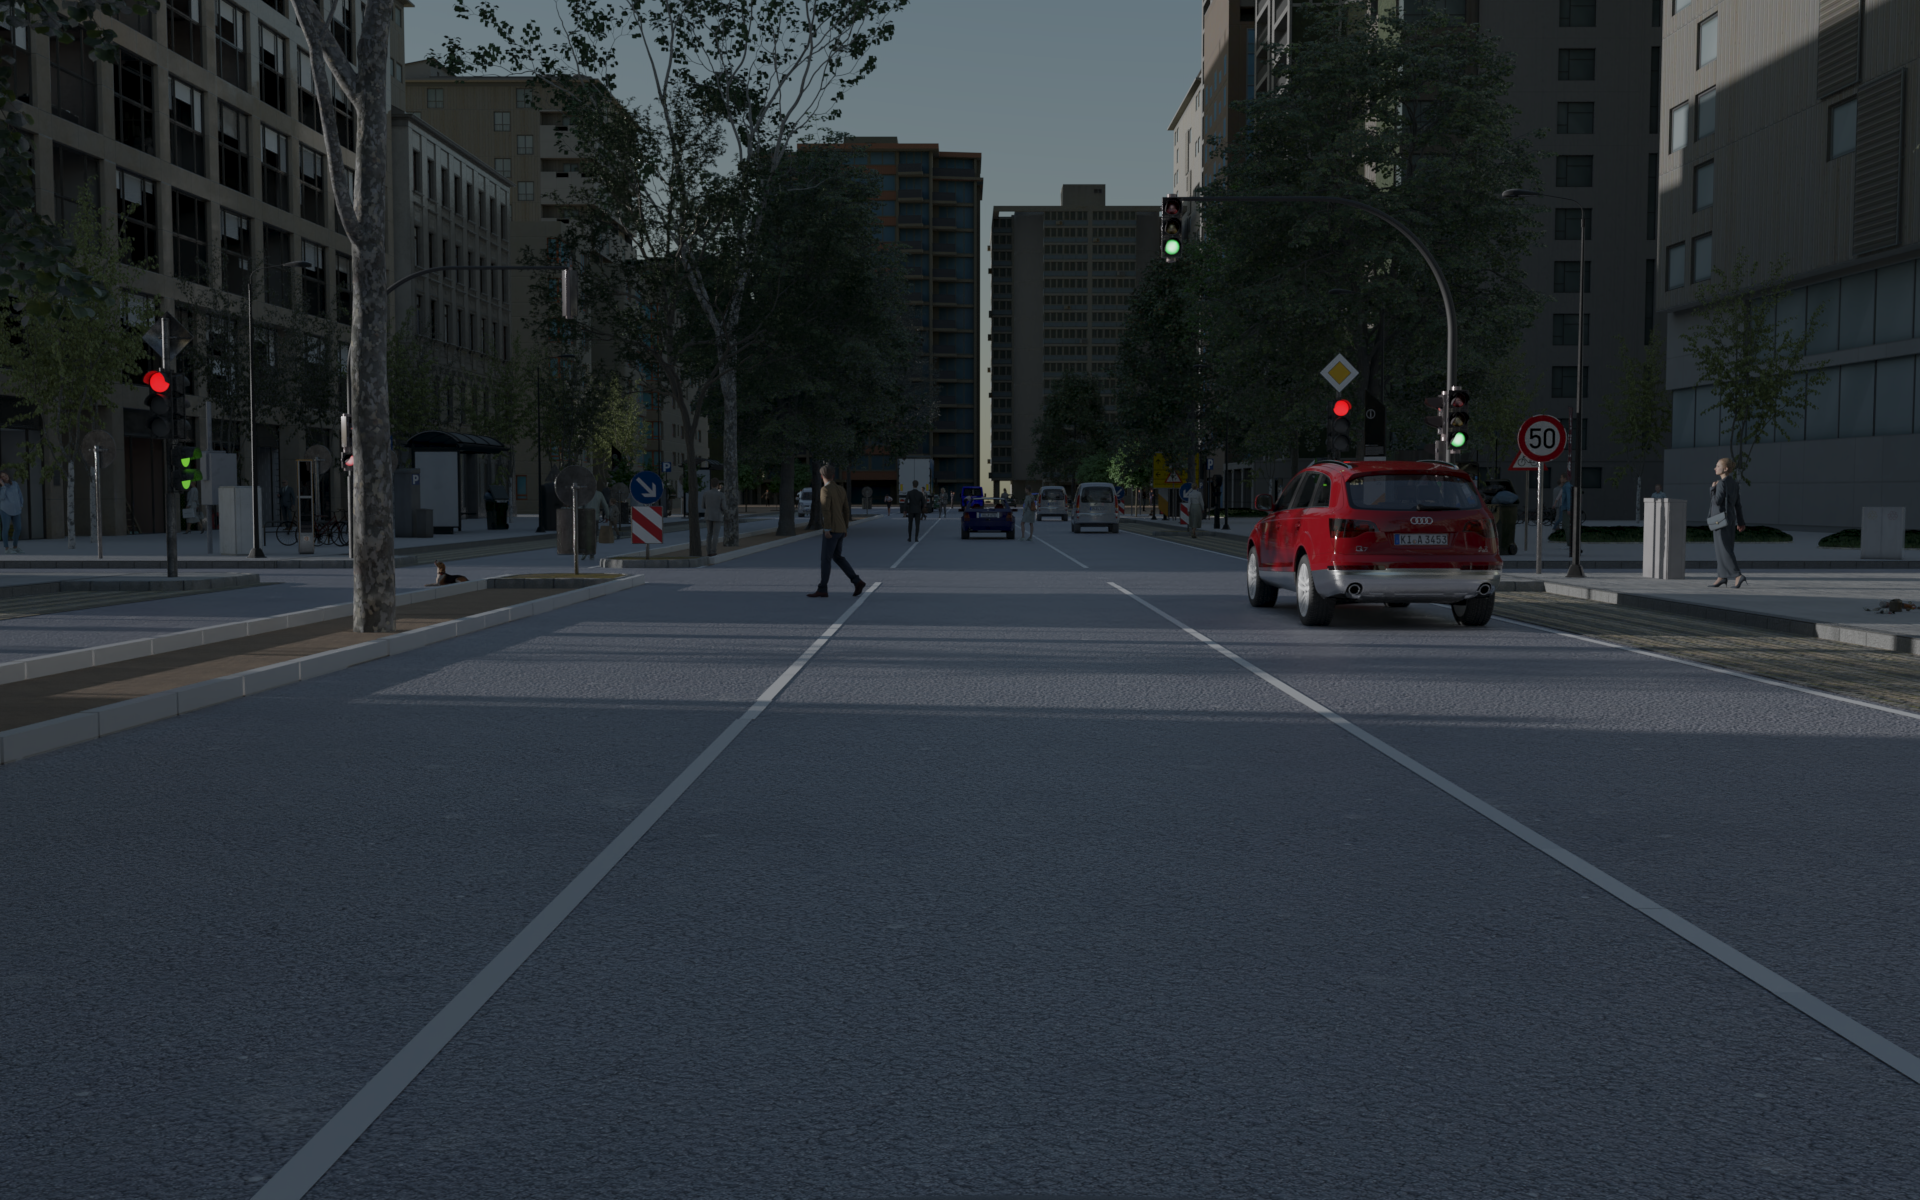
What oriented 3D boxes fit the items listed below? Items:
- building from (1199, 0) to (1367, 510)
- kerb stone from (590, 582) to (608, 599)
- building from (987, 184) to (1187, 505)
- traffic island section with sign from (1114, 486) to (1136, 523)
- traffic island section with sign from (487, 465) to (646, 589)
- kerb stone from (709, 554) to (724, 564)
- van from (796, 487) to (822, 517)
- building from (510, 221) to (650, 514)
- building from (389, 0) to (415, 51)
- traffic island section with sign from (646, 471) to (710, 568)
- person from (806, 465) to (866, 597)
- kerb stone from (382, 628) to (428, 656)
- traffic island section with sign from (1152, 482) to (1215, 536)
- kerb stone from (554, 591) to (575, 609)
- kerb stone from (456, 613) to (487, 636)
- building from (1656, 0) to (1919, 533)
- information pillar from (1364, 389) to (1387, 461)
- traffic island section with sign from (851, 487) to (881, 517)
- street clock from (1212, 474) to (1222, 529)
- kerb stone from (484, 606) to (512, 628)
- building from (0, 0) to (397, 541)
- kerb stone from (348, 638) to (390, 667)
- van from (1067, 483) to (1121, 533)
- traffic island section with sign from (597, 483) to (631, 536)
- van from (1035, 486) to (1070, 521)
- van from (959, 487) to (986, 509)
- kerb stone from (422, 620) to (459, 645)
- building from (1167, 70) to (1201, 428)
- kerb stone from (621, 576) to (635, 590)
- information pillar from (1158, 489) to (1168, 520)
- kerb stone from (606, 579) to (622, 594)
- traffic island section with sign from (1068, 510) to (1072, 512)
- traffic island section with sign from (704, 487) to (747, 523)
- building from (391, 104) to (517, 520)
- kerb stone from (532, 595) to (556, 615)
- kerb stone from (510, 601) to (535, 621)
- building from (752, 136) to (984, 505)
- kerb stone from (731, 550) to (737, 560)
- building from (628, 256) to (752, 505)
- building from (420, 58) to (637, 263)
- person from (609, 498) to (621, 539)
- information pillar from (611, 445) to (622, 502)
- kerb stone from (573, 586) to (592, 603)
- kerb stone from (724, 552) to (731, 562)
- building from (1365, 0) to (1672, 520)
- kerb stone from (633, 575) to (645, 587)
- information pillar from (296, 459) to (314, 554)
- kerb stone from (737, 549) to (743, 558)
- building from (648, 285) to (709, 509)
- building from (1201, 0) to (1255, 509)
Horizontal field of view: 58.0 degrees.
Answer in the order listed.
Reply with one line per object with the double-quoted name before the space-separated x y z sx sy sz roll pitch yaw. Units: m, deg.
"building" 32.090 -44.341 163.231 20.563 71.187 20.611 0 4 0
"kerb stone" -5.090 -0.112 24.033 0.120 0.150 1.000 0 4 0
"building" 15.573 -32.290 219.827 23.993 40.220 32.217 0 4 0
"traffic island section with sign" 7.701 -4.749 86.270 1.989 1.847 2.006 0 4 0
"traffic island section with sign" -6.127 -1.154 27.004 2.006 1.907 1.989 0 4 0
"kerb stone" -5.059 -0.825 35.796 0.120 0.150 1.000 0 4 0
"van" -9.218 -6.195 108.292 2.013 2.044 4.112 0 4 -2
"building" -39.043 -17.090 124.456 27.650 21.520 28.899 0 4 0
"building" -68.048 -34.883 159.577 27.495 52.752 28.713 0 4 0
"traffic island section with sign" -6.099 -1.607 34.411 2.006 1.907 1.989 0 4 0
"person" -1.731 -0.961 24.126 0.836 1.842 0.656 0 4 -7
"kerb stone" -5.105 0.390 15.826 0.120 0.150 1.000 0 4 0
"traffic island section with sign" 7.631 -3.100 59.315 1.989 1.847 2.006 0 4 0
"kerb stone" -5.095 0.015 21.973 0.120 0.150 1.000 0 4 0
"kerb stone" -5.104 0.266 17.870 0.120 0.150 1.000 0 4 0
"building" 41.103 -28.531 55.719 27.495 52.752 28.713 0 4 0
"information pillar" 9.211 -2.885 38.518 0.504 3.616 0.183 2 4 34
"traffic island section with sign" -5.919 -6.203 109.549 2.006 1.907 1.989 0 4 0
"street clock" 9.472 -3.622 63.785 0.358 2.002 0.471 -1 4 -11
"kerb stone" -5.105 0.205 18.892 0.120 0.150 1.000 0 4 0
"building" -35.383 -15.732 61.738 19.350 26.468 34.151 0 4 0
"kerb stone" -5.121 0.459 14.802 0.120 0.150 1.000 0 4 0
"van" 5.015 -3.516 64.496 2.013 2.044 4.112 0 4 2
"traffic island section with sign" -11.793 -3.131 59.827 1.989 1.847 2.006 0 4 0
"van" 4.923 -5.258 92.986 2.013 2.044 4.112 0 4 1
"van" 1.041 -8.446 142.473 2.240 2.365 5.245 0 4 1
"kerb stone" -5.109 0.327 16.848 0.120 0.150 1.000 0 4 0
"building" 41.313 -38.455 217.971 27.495 52.752 28.713 0 4 0
"kerb stone" -5.089 -0.237 26.077 0.120 0.150 1.000 0 4 0
"information pillar" 9.909 -5.683 84.273 0.504 3.616 0.183 0 4 6
"kerb stone" -5.087 -0.174 25.055 0.120 0.150 1.000 0 4 0
"traffic island section with sign" 7.832 -7.872 137.336 1.989 1.847 2.006 0 4 0
"traffic island section with sign" -11.721 -4.780 86.782 1.989 1.847 2.006 0 4 0
"building" -29.684 -14.617 88.134 9.793 20.994 18.267 0 4 0
"kerb stone" -5.095 0.076 20.945 0.120 0.150 1.000 0 4 0
"kerb stone" -5.102 0.141 19.921 0.120 0.150 1.000 0 4 0
"building" -11.600 -34.272 214.971 28.867 44.769 22.147 0 4 0
"kerb stone" -5.057 -0.953 37.842 0.120 0.150 1.000 0 4 0
"building" -33.098 -26.874 211.087 14.107 30.474 14.160 0 4 0
"building" -53.879 -38.486 218.491 27.495 52.752 28.713 0 4 0
"person" -10.918 -2.557 54.586 0.475 1.303 0.640 2 4 26
"information pillar" -16.245 -5.541 81.945 0.504 3.616 0.183 -2 4 -30
"kerb stone" -5.095 -0.049 23.004 0.120 0.150 1.000 0 4 0
"kerb stone" -5.056 -0.894 36.819 0.120 0.150 1.000 0 4 0
"building" 28.134 -19.478 90.174 14.160 30.474 14.107 0 4 0
"kerb stone" -5.083 -0.300 27.108 0.120 0.150 1.000 0 4 0
"information pillar" -13.979 -1.986 36.967 0.304 2.012 0.304 -2 4 -27
"kerb stone" -5.053 -1.018 38.865 0.120 0.150 1.000 0 4 0
"building" -39.849 -19.337 161.196 28.899 21.520 27.650 0 4 0
"building" 28.401 -30.364 146.561 14.600 45.320 14.200 0 4 0
